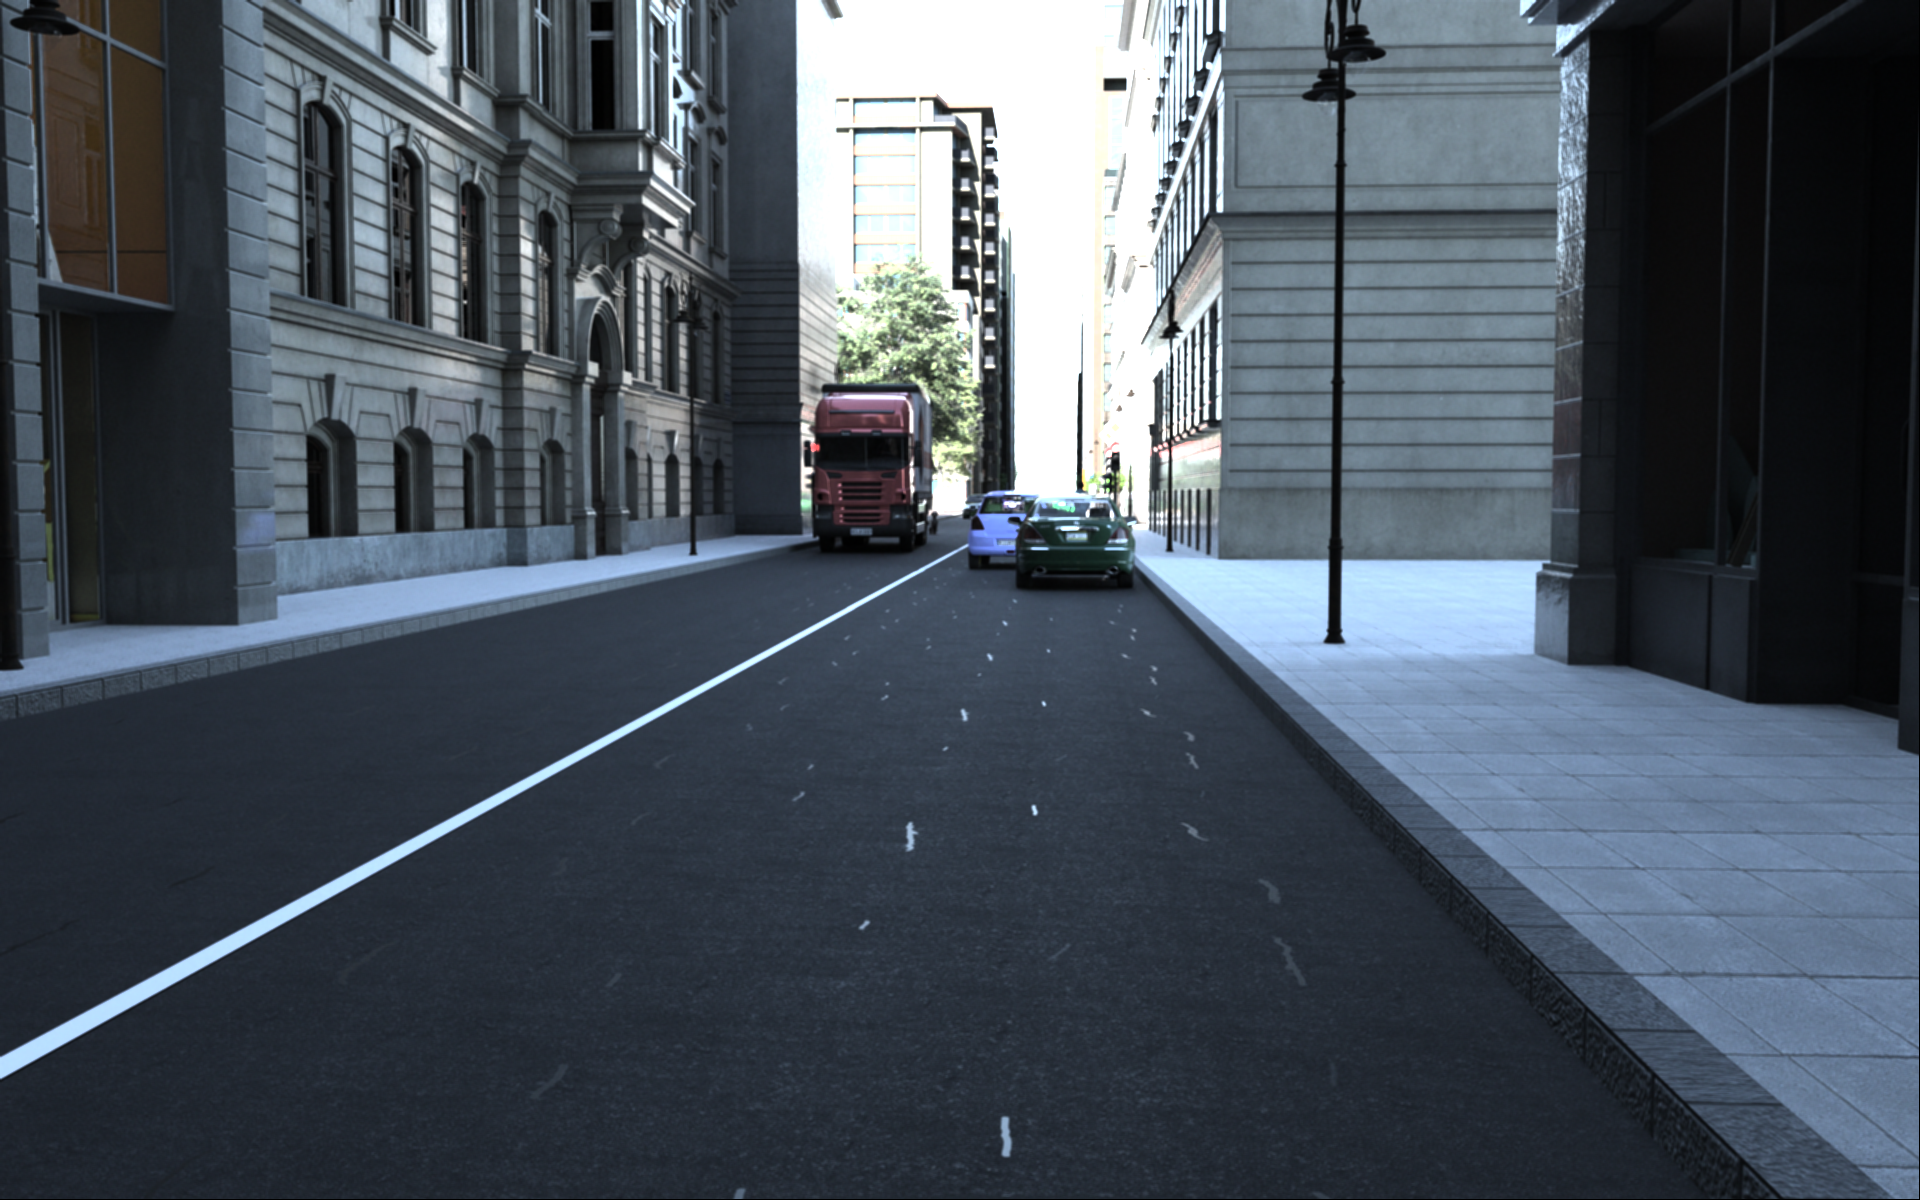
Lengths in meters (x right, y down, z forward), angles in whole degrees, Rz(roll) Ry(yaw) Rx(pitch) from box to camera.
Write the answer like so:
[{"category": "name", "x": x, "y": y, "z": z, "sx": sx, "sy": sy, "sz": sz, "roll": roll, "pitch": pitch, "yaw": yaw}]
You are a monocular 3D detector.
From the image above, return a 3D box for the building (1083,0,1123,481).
[{"category": "building", "x": 24.248, "y": -39.753, "z": 191.953, "sx": 21.231, "sy": 58.520, "sz": 28.212, "roll": 0, "pitch": 4, "yaw": 3}]

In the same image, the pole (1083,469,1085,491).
[{"category": "pole", "x": 10.012, "y": -8.938, "z": 139.986, "sx": 0.158, "sy": 3.312, "sz": 0.155, "roll": 0, "pitch": 3, "yaw": 0}]

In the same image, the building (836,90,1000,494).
[{"category": "building", "x": -6.989, "y": -32.766, "z": 190.356, "sx": 22.147, "sy": 44.769, "sz": 28.867, "roll": 0, "pitch": 4, "yaw": 3}]

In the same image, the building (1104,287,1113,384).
[{"category": "building", "x": 17.237, "y": -18.265, "z": 134.791, "sx": 11.583, "sy": 22.565, "sz": 21.152, "roll": 0, "pitch": 4, "yaw": 3}]

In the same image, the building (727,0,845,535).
[{"category": "building", "x": -13.547, "y": -12.814, "z": 58.663, "sx": 18.267, "sy": 20.994, "sz": 9.793, "roll": 0, "pitch": 4, "yaw": 3}]

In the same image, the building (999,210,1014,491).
[{"category": "building", "x": 1.484, "y": -38.509, "z": 279.733, "sx": 14.600, "sy": 45.320, "sz": 14.200, "roll": 0, "pitch": 4, "yaw": 3}]

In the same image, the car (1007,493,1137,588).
[{"category": "car", "x": 1.818, "y": -0.985, "z": 27.910, "sx": 2.131, "sy": 1.459, "sz": 4.920, "roll": 0, "pitch": 4, "yaw": 2}]

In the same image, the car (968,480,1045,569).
[{"category": "car", "x": 1.120, "y": -1.517, "z": 34.400, "sx": 1.945, "sy": 1.707, "sz": 3.694, "roll": 0, "pitch": 4, "yaw": 5}]

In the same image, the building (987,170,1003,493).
[{"category": "building", "x": -2.387, "y": -32.384, "z": 213.070, "sx": 14.154, "sy": 41.232, "sz": 14.086, "roll": 0, "pitch": 4, "yaw": 3}]

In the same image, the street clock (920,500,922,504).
[{"category": "street clock", "x": -2.479, "y": -6.562, "z": 111.858, "sx": 0.471, "sy": 2.002, "sz": 0.358, "roll": 2, "pitch": 4, "yaw": 25}]

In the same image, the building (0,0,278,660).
[{"category": "building", "x": -13.235, "y": -13.761, "z": 2.494, "sx": 11.434, "sy": 29.767, "sz": 29.804, "roll": 0, "pitch": 4, "yaw": 3}]

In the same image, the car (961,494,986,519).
[{"category": "car", "x": 1.099, "y": -5.573, "z": 100.905, "sx": 2.009, "sy": 1.686, "sz": 4.222, "roll": 0, "pitch": 4, "yaw": 4}]

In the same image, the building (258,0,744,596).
[{"category": "building", "x": -12.926, "y": -13.199, "z": 34.890, "sx": 14.460, "sy": 24.649, "sz": 34.723, "roll": 0, "pitch": 4, "yaw": 3}]

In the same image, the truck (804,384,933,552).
[{"category": "truck", "x": -2.211, "y": -3.511, "z": 46.325, "sx": 2.839, "sy": 4.237, "sz": 11.283, "roll": 0, "pitch": 4, "yaw": 2}]

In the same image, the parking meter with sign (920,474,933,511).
[{"category": "parking meter with sign", "x": -2.947, "y": -8.335, "z": 132.538, "sx": 1.738, "sy": 3.016, "sz": 0.543, "roll": 0, "pitch": 3, "yaw": 0}]

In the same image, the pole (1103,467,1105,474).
[{"category": "pole", "x": 10.640, "y": -8.220, "z": 128.245, "sx": 0.158, "sy": 3.312, "sz": 0.155, "roll": 0, "pitch": 3, "yaw": 0}]

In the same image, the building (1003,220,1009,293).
[{"category": "building", "x": -0.210, "y": -34.742, "z": 251.618, "sx": 14.154, "sy": 41.232, "sz": 14.086, "roll": 0, "pitch": 4, "yaw": 3}]

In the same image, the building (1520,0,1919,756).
[{"category": "building", "x": 8.953, "y": -9.832, "z": 11.662, "sx": 10.553, "sy": 20.767, "sz": 40.483, "roll": 0, "pitch": 4, "yaw": 3}]

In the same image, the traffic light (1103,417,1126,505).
[{"category": "traffic light", "x": 5.624, "y": -4.530, "z": 62.979, "sx": 0.839, "sy": 4.253, "sz": 0.868, "roll": 0, "pitch": 4, "yaw": 3}]

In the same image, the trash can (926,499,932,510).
[{"category": "trash can", "x": -2.465, "y": -7.843, "z": 139.892, "sx": 0.748, "sy": 1.137, "sz": 0.748, "roll": 0, "pitch": 3, "yaw": 0}]

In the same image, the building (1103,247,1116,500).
[{"category": "building", "x": 14.987, "y": -15.302, "z": 114.813, "sx": 10.561, "sy": 19.102, "sz": 19.286, "roll": 0, "pitch": 4, "yaw": 3}]

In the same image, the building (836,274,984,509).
[{"category": "building", "x": -12.260, "y": -19.412, "z": 162.419, "sx": 27.650, "sy": 21.520, "sz": 28.899, "roll": 0, "pitch": 4, "yaw": 3}]

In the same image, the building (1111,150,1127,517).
[{"category": "building", "x": 13.496, "y": -15.102, "z": 96.070, "sx": 9.793, "sy": 20.994, "sz": 18.267, "roll": 0, "pitch": 4, "yaw": 3}]

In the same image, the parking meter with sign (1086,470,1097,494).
[{"category": "parking meter with sign", "x": 9.666, "y": -7.937, "z": 126.031, "sx": 0.543, "sy": 3.016, "sz": 1.738, "roll": -1, "pitch": 4, "yaw": -13}]

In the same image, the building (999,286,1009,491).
[{"category": "building", "x": -0.607, "y": -28.481, "z": 237.370, "sx": 14.160, "sy": 30.474, "sz": 14.107, "roll": 0, "pitch": 4, "yaw": 3}]

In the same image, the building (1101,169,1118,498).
[{"category": "building", "x": 19.803, "y": -23.510, "z": 156.095, "sx": 14.160, "sy": 30.474, "sz": 14.107, "roll": 0, "pitch": 4, "yaw": 3}]

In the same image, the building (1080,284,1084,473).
[{"category": "building", "x": 23.485, "y": -28.492, "z": 237.553, "sx": 14.160, "sy": 30.474, "sz": 14.107, "roll": 0, "pitch": 4, "yaw": 3}]

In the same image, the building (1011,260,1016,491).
[{"category": "building", "x": 2.316, "y": -37.354, "z": 294.324, "sx": 14.154, "sy": 41.232, "sz": 14.086, "roll": 0, "pitch": 4, "yaw": 3}]

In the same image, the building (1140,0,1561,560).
[{"category": "building", "x": 13.136, "y": -13.065, "z": 46.896, "sx": 16.112, "sy": 22.955, "sz": 30.059, "roll": 0, "pitch": 4, "yaw": 3}]

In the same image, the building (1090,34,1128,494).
[{"category": "building", "x": 19.872, "y": -31.804, "z": 170.108, "sx": 14.600, "sy": 45.320, "sz": 14.200, "roll": 0, "pitch": 4, "yaw": 3}]

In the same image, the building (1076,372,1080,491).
[{"category": "building", "x": 31.340, "y": -25.346, "z": 259.445, "sx": 27.650, "sy": 21.520, "sz": 28.899, "roll": 0, "pitch": 4, "yaw": 3}]

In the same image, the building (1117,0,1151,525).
[{"category": "building", "x": 19.610, "y": -17.028, "z": 75.668, "sx": 25.104, "sy": 27.353, "sz": 12.463, "roll": 0, "pitch": 4, "yaw": 3}]
